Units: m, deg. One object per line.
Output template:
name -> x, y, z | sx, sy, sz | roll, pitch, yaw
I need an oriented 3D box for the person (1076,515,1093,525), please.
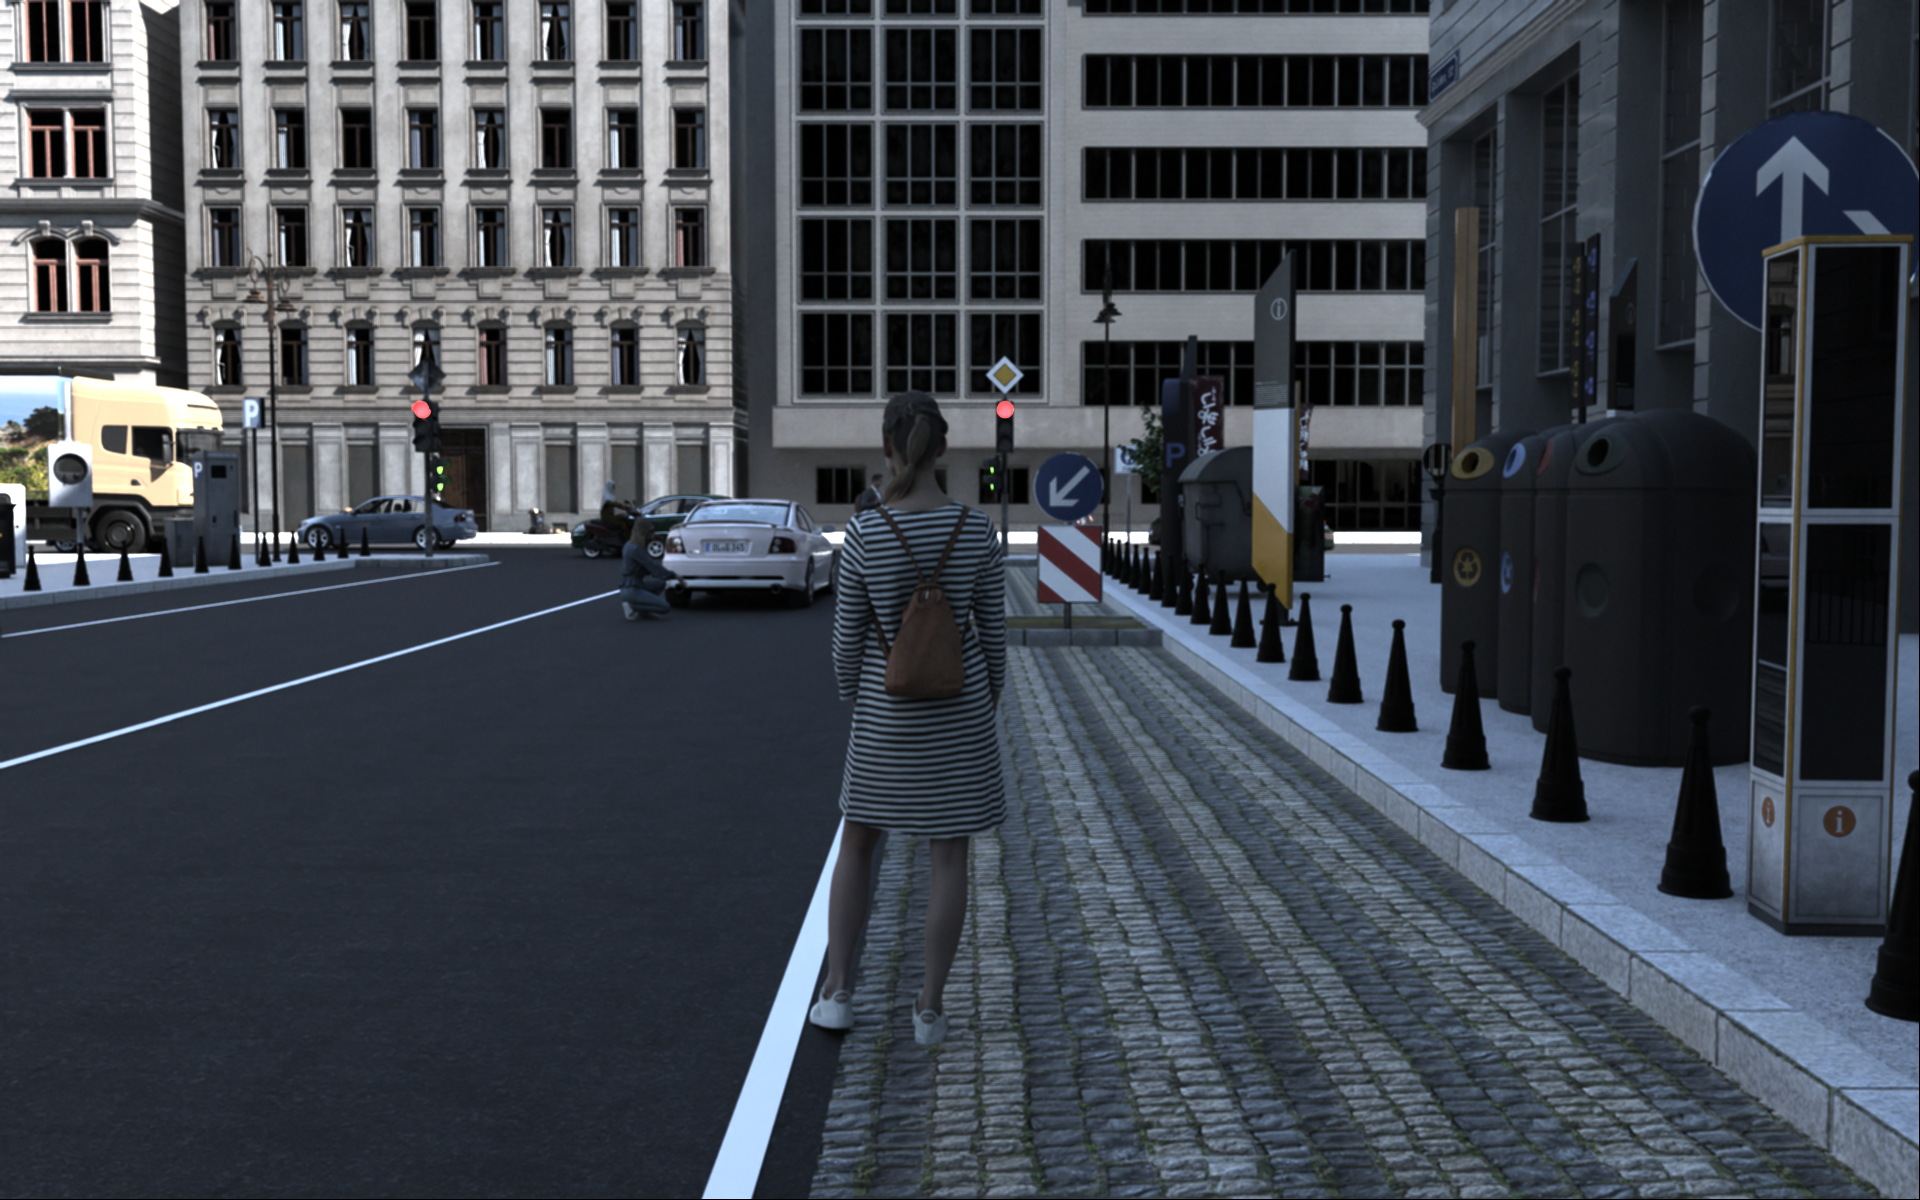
person -> 3.041, -2.012, 43.600 | 0.569, 1.553, 0.471 | -2, 4, -32

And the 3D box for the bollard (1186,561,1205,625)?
bollard -> 2.384, -0.065, 17.105 | 0.229, 0.601, 0.229 | 0, 3, 0

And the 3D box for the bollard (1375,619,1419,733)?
bollard -> 2.378, 0.406, 9.407 | 0.229, 0.601, 0.229 | 0, 3, 0

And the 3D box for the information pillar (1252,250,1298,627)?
information pillar -> 3.068, -1.561, 16.885 | 0.183, 3.616, 0.504 | -3, 4, -36

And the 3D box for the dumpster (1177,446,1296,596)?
dumpster -> 3.467, -0.979, 21.761 | 1.264, 1.857, 1.865 | 0, 3, 0

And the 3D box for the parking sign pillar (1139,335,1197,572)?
parking sign pillar -> 3.670, -2.473, 28.900 | 1.447, 3.967, 1.447 | 1, 4, 14

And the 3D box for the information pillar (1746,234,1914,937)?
information pillar -> 2.548, -0.037, 5.099 | 0.304, 2.012, 0.304 | 0, 4, 4

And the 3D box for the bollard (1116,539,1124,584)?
bollard -> 2.392, -0.537, 24.816 | 0.229, 0.601, 0.229 | 0, 3, 0

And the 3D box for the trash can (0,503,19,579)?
trash can -> -14.704, -0.897, 26.315 | 0.748, 1.137, 0.748 | 0, 3, 0

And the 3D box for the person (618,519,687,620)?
person -> -3.579, -0.364, 19.945 | 0.738, 1.151, 1.012 | -1, 4, -17

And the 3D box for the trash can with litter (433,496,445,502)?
trash can with litter -> -16.174, -2.645, 54.300 | 2.233, 1.210, 1.678 | 2, 4, 28

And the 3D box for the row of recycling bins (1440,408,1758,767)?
row of recycling bins -> 3.539, -0.165, 9.807 | 1.069, 1.692, 3.534 | 0, 4, 3

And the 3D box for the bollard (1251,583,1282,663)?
bollard -> 2.379, 0.171, 13.246 | 0.229, 0.601, 0.229 | 0, 3, 0

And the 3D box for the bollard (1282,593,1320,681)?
bollard -> 2.382, 0.249, 11.965 | 0.229, 0.601, 0.229 | 0, 3, 0

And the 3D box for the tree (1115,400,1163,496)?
tree -> 3.743, -2.217, 30.847 | 1.663, 3.219, 1.824 | 0, 3, 0

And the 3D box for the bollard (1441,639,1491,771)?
bollard -> 2.379, 0.484, 8.129 | 0.229, 0.601, 0.229 | 0, 3, 0

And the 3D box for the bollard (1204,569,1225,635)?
bollard -> 2.386, 0.013, 15.821 | 0.229, 0.601, 0.229 | 0, 3, 0

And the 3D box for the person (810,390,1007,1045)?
person -> -0.117, 0.304, 4.538 | 0.512, 1.701, 0.522 | -1, 4, -13

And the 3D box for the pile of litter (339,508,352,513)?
pile of litter -> -19.695, -2.535, 55.420 | 1.719, 0.858, 1.176 | 1, 4, 16

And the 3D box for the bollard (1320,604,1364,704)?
bollard -> 2.381, 0.327, 10.687 | 0.229, 0.601, 0.229 | 0, 3, 0

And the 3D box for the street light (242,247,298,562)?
street light -> -12.959, -3.663, 32.670 | 0.468, 5.910, 1.993 | 0, 3, 0

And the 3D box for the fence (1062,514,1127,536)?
fence -> 4.112, -2.301, 53.000 | 2.069, 0.683, 0.278 | 1, 4, 12

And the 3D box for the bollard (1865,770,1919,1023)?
bollard -> 2.376, 0.719, 4.285 | 0.229, 0.601, 0.229 | 0, 3, 0

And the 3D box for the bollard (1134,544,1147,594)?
bollard -> 2.389, -0.379, 22.244 | 0.229, 0.601, 0.229 | 0, 3, 0

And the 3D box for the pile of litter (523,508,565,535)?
pile of litter -> -13.169, -2.490, 54.681 | 1.176, 0.858, 1.719 | -2, 4, -34

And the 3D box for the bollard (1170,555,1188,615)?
bollard -> 2.389, -0.144, 18.389 | 0.229, 0.601, 0.229 | 0, 3, 0

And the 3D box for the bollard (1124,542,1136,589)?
bollard -> 2.392, -0.458, 23.526 | 0.229, 0.601, 0.229 | 0, 3, 0

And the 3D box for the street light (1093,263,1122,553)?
street light -> 2.955, -3.798, 34.887 | 0.468, 5.910, 1.993 | 0, 3, 0

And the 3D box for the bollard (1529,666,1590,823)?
bollard -> 2.377, 0.562, 6.851 | 0.229, 0.601, 0.229 | 0, 3, 0

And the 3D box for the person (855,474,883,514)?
person -> -1.705, -1.550, 33.815 | 0.822, 1.834, 0.622 | 1, 4, 17

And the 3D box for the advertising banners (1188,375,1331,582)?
advertising banners -> 4.376, -1.784, 25.354 | 2.074, 3.025, 0.090 | 1, 4, 9

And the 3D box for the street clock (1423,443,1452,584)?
street clock -> 6.903, -1.241, 24.866 | 0.358, 2.002, 0.471 | -3, 5, -44

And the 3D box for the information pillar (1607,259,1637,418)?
information pillar -> 6.556, -1.580, 17.193 | 0.183, 3.616, 0.504 | 3, 5, 43

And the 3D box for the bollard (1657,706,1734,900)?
bollard -> 2.373, 0.640, 5.573 | 0.229, 0.601, 0.229 | 0, 3, 0

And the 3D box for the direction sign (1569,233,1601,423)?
direction sign -> 5.581, -1.440, 15.548 | 0.379, 3.537, 0.876 | 0, 4, 6

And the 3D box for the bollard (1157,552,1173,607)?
bollard -> 2.394, -0.223, 19.681 | 0.229, 0.601, 0.229 | 0, 3, 0

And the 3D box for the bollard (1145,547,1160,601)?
bollard -> 2.393, -0.301, 20.959 | 0.229, 0.601, 0.229 | 0, 3, 0

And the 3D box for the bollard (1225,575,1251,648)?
bollard -> 2.381, 0.092, 14.532 | 0.229, 0.601, 0.229 | 0, 3, 0
